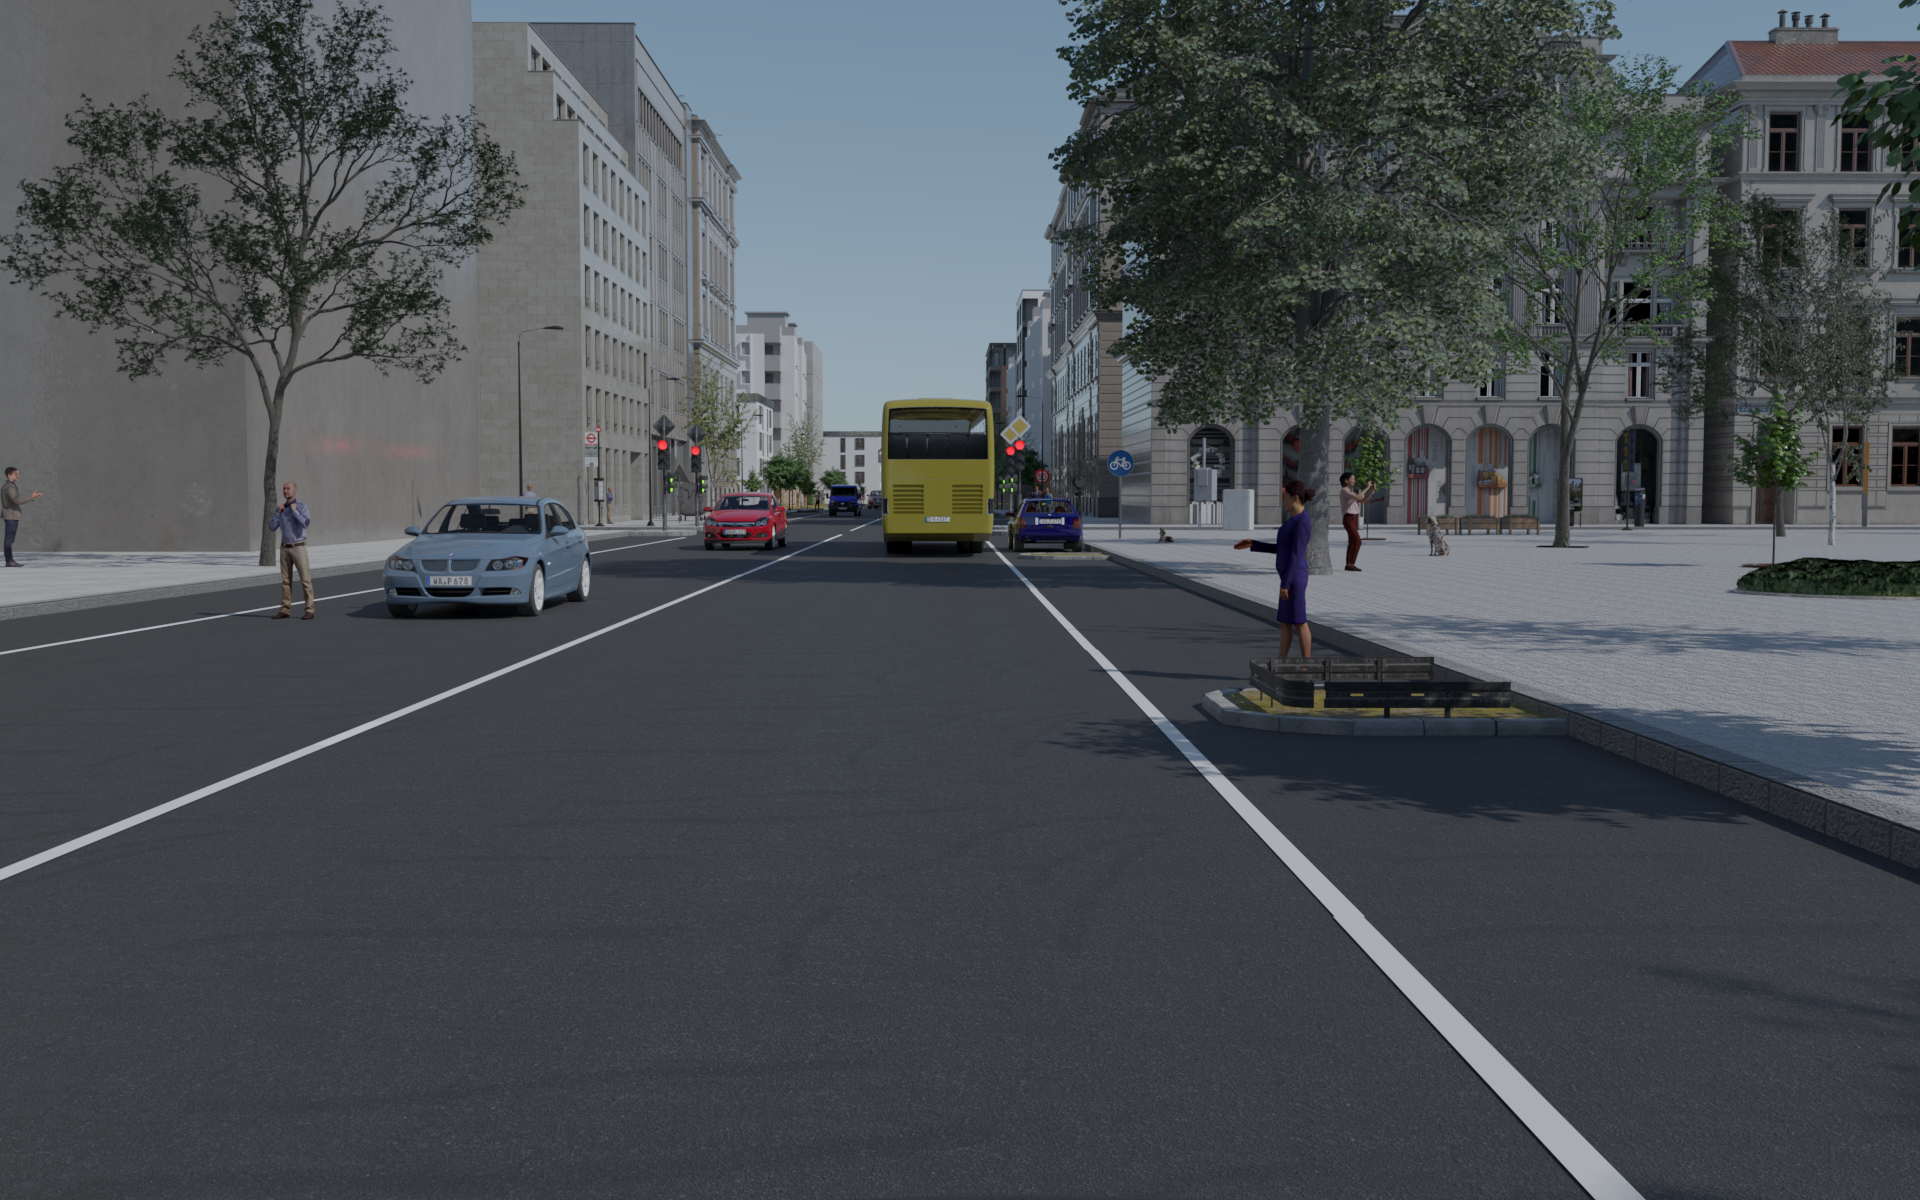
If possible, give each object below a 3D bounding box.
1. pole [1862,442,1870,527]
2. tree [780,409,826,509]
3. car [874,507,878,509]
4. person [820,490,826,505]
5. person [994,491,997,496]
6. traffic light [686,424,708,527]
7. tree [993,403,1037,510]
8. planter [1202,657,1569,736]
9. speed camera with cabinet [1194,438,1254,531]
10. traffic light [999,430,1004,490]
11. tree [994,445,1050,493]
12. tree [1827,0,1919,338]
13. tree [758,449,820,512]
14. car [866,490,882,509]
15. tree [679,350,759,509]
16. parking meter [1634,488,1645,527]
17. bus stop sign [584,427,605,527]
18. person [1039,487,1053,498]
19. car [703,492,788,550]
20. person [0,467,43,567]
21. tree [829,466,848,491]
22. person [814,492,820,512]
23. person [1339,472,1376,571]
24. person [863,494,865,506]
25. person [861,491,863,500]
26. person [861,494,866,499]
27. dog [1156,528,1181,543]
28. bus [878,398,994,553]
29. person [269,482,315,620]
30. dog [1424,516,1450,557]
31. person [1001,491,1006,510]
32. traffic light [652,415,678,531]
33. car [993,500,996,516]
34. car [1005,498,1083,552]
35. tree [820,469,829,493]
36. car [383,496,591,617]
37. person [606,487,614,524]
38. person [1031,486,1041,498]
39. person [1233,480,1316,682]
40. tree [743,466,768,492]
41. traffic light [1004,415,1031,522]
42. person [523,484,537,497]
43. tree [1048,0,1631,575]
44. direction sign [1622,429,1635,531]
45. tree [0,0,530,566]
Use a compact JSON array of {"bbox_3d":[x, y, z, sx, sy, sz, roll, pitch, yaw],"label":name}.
[{"bbox_3d":[35.542,-4.534,67.972,0.158,3.312,0.155,0,3,0],"label":"pole"},{"bbox_3d":[-13.690,-12.188,149.642,4.737,8.622,4.395,0,3,0],"label":"tree"},{"bbox_3d":[-7.520,-9.661,169.953,2.014,1.417,4.499,0,4,0],"label":"car"},{"bbox_3d":[-16.456,-12.364,208.731,0.617,1.759,0.750,1,4,13],"label":"person"},{"bbox_3d":[3.970,-11.691,197.725,0.750,1.759,0.617,0,4,-2],"label":"person"},{"bbox_3d":[-10.387,-4.842,68.413,0.839,4.213,0.868,0,4,-1],"label":"traffic light"},{"bbox_3d":[3.586,-11.351,135.947,4.360,8.622,3.978,0,3,0],"label":"tree"},{"bbox_3d":[2.623,0.604,11.256,1.991,0.319,1.994,0,4,-1],"label":"planter"},{"bbox_3d":[9.310,-4.079,61.030,2.038,3.252,0.660,2,4,27],"label":"speed camera with cabinet"},{"bbox_3d":[1.974,-4.851,68.560,0.839,4.213,0.868,0,4,-1],"label":"traffic light"},{"bbox_3d":[3.888,-8.505,122.775,4.285,4.588,4.351,0,3,0],"label":"tree"},{"bbox_3d":[5.500,-1.451,7.432,4.285,4.588,4.351,0,3,0],"label":"tree"},{"bbox_3d":[-13.128,-8.697,125.914,4.285,4.588,4.351,0,3,0],"label":"tree"},{"bbox_3d":[-7.655,-9.447,163.134,2.281,1.827,5.304,0,4,-1],"label":"car"},{"bbox_3d":[-12.556,-8.449,88.499,4.737,8.622,4.395,0,3,0],"label":"tree"},{"bbox_3d":[26.703,-3.648,68.050,0.372,1.533,0.369,0,3,0],"label":"parking meter"},{"bbox_3d":[-14.419,-4.867,68.281,0.416,3.939,0.855,3,5,43],"label":"bus stop sign"},{"bbox_3d":[3.660,-4.062,74.324,0.647,1.594,0.662,1,4,20],"label":"person"},{"bbox_3d":[-5.627,-2.241,45.680,2.155,1.783,4.494,0,4,1],"label":"car"},{"bbox_3d":[-16.543,-1.467,30.552,0.750,1.759,0.617,-1,4,-20],"label":"person"},{"bbox_3d":[-14.506,-13.096,197.831,4.285,4.588,4.351,0,3,0],"label":"tree"},{"bbox_3d":[-11.748,-8.094,142.301,0.566,1.644,0.517,-1,4,-10],"label":"person"},{"bbox_3d":[6.609,-1.307,28.868,0.517,1.644,0.566,-1,4,-21],"label":"person"},{"bbox_3d":[-11.315,-11.780,204.318,0.599,1.433,0.991,0,4,6],"label":"person"},{"bbox_3d":[-10.072,-10.274,177.184,0.721,1.736,1.217,0,4,2],"label":"person"},{"bbox_3d":[-8.863,-8.790,152.934,1.217,1.735,0.721,-1,4,-21],"label":"person"},{"bbox_3d":[5.476,-1.698,45.505,0.748,0.427,0.550,0,4,-3],"label":"dog"},{"bbox_3d":[-0.719,-3.247,44.642,2.896,3.916,12.252,0,4,-2],"label":"bus"},{"bbox_3d":[-7.645,-0.568,19.848,0.516,1.574,0.319,1,4,18],"label":"person"},{"bbox_3d":[9.870,-1.310,35.799,0.513,0.831,0.800,1,4,13],"label":"dog"},{"bbox_3d":[3.410,-7.861,136.837,0.388,1.546,0.482,1,4,14],"label":"person"},{"bbox_3d":[-10.302,-4.354,60.428,0.839,4.213,0.868,0,4,-1],"label":"traffic light"},{"bbox_3d":[1.347,-6.304,115.427,2.083,1.381,4.827,0,4,1],"label":"car"},{"bbox_3d":[2.141,-1.923,44.017,1.945,1.354,3.894,0,4,-1],"label":"car"},{"bbox_3d":[-13.484,-9.526,139.457,4.285,4.588,4.351,0,3,0],"label":"tree"},{"bbox_3d":[-5.823,-0.599,21.803,2.014,1.417,4.499,0,4,-1],"label":"car"},{"bbox_3d":[-15.083,-4.071,74.662,0.319,1.574,0.516,-1,4,-13],"label":"person"},{"bbox_3d":[4.210,-5.419,95.470,0.655,1.722,0.431,2,4,29],"label":"person"},{"bbox_3d":[2.414,-0.139,13.139,0.546,1.535,0.453,-1,4,-14],"label":"person"},{"bbox_3d":[-14.126,-7.522,117.578,1.663,3.219,1.824,0,3,0],"label":"tree"},{"bbox_3d":[2.059,-4.363,60.575,0.839,4.213,0.868,0,4,-1],"label":"traffic light"},{"bbox_3d":[-12.466,-2.569,50.102,0.516,1.574,0.319,-1,4,-23],"label":"person"},{"bbox_3d":[5.560,-7.382,27.351,9.857,13.997,8.962,0,3,0],"label":"tree"},{"bbox_3d":[23.499,-4.215,60.908,0.379,3.537,0.876,0,4,-4],"label":"direction sign"},{"bbox_3d":[-12.139,-5.862,30.249,8.767,10.594,7.601,-3,4,-38],"label":"tree"}]
